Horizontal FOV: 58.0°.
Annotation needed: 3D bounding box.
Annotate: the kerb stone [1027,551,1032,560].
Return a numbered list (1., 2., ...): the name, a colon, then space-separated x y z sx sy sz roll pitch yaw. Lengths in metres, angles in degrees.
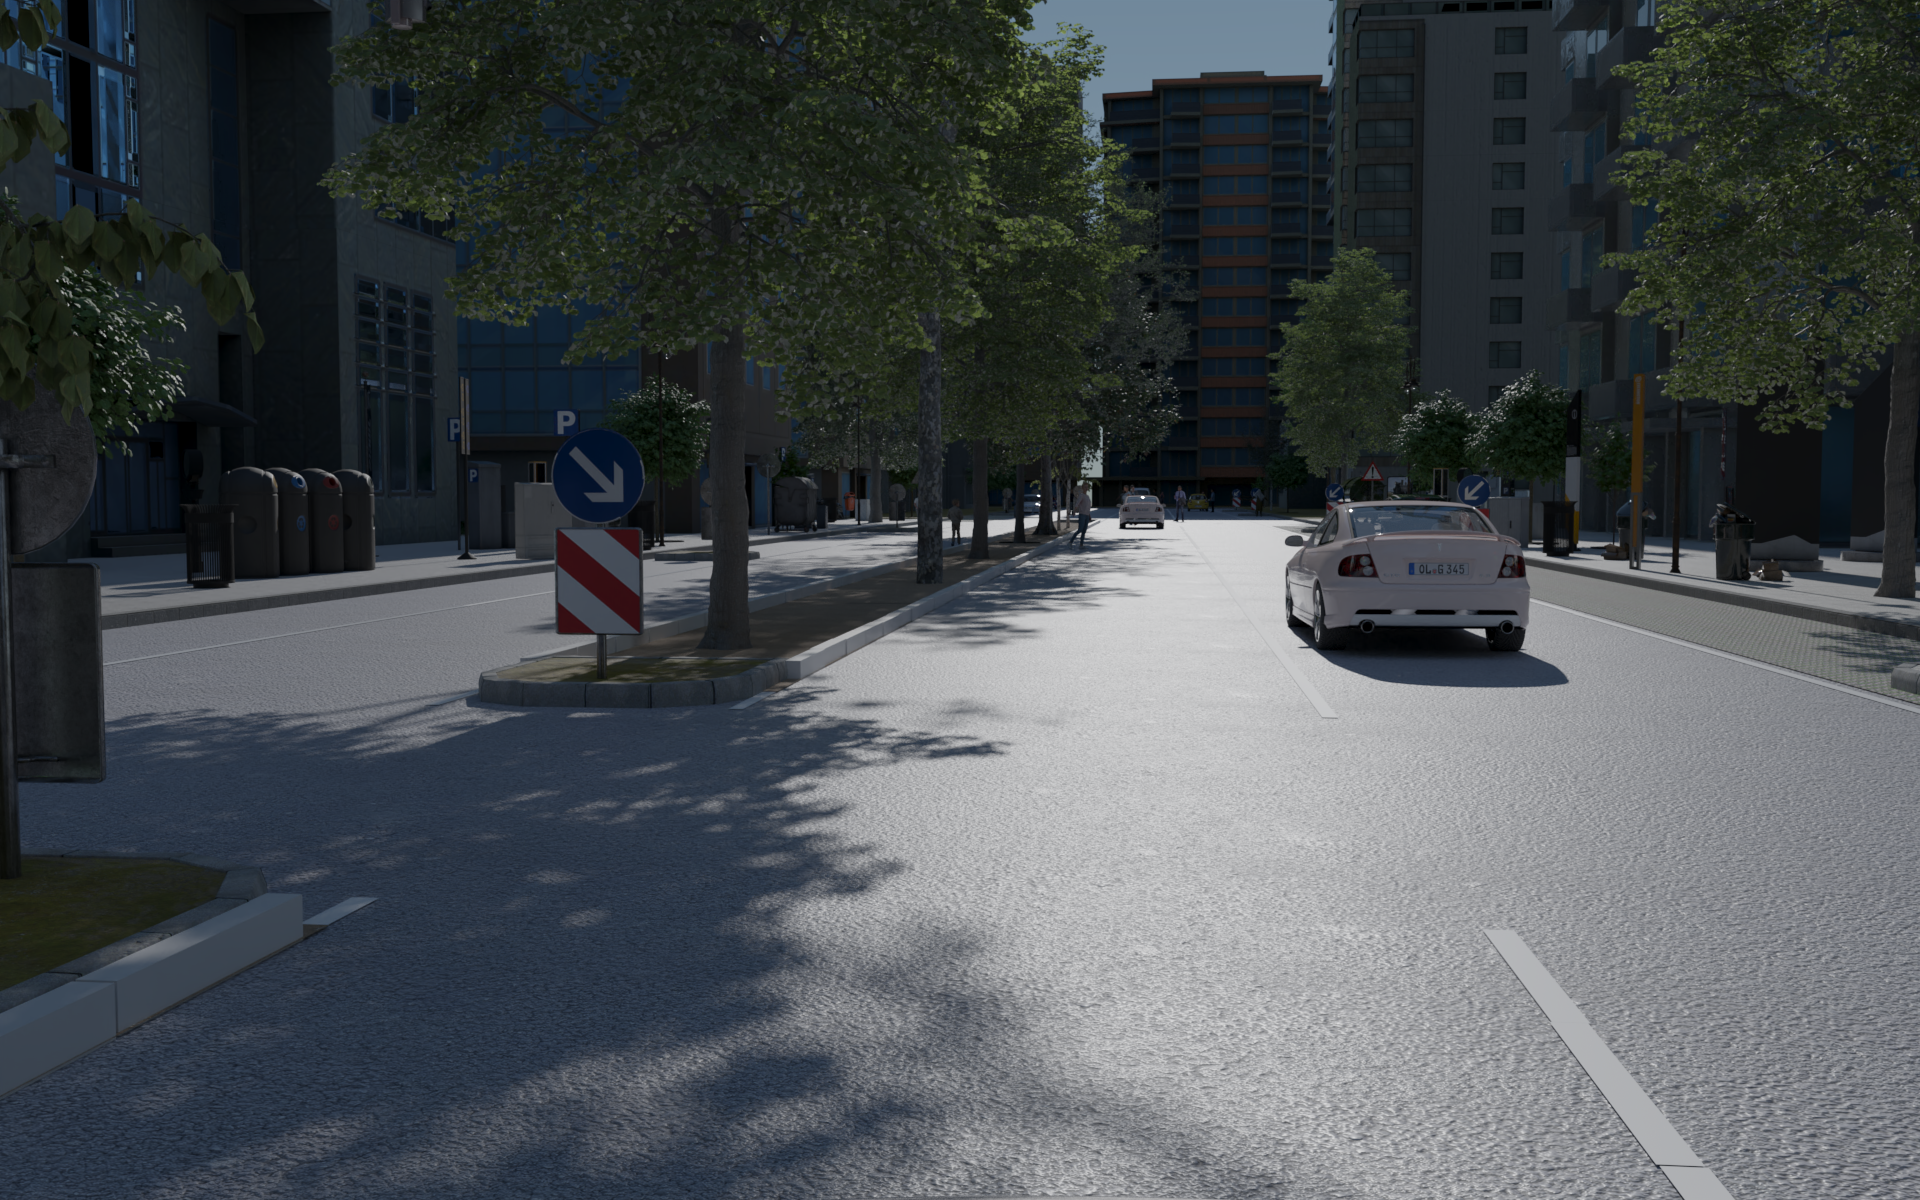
1. kerb stone: 1.405 -0.915 37.223 0.120 0.150 1.000 0 4 6

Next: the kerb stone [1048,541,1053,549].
1. kerb stone: 2.218 -1.356 44.358 0.120 0.150 1.000 0 4 6

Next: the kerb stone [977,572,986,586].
1. kerb stone: 0.255 -0.297 27.058 0.120 0.150 1.000 0 4 6

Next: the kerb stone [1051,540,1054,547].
1. kerb stone: 2.320 -1.418 45.376 0.120 0.150 1.000 0 4 6

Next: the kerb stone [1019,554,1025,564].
1. kerb stone: 1.174 -0.795 35.192 0.120 0.150 1.000 0 4 6

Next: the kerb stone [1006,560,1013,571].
1. kerb stone: 0.836 -0.608 32.138 0.120 0.150 1.000 0 4 6

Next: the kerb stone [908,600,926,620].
1. kerb stone: -0.541 0.138 19.947 0.120 0.150 1.000 0 4 6

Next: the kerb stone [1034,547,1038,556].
1. kerb stone: 1.620 -1.044 39.261 0.120 0.150 1.000 0 4 6

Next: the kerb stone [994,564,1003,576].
1. kerb stone: 0.591 -0.484 30.106 0.120 0.150 1.000 0 4 6

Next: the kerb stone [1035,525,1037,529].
1. kerb stone: 2.878 -2.867 69.078 0.120 0.150 1.000 0 4 6

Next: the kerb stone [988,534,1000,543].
1. kerb stone: 1.040 -1.870 52.777 0.120 0.150 1.000 0 4 6

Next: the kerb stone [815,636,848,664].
1. kerb stone: -1.128 0.449 14.849 0.120 0.150 1.000 0 4 6

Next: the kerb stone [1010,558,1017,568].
1. kerb stone: 0.943 -0.662 33.155 0.120 0.150 1.000 0 4 6

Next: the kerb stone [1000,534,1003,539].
1. kerb stone: 1.154 -1.933 53.793 0.120 0.150 1.000 0 4 6

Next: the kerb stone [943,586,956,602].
1. kerb stone: -0.205 -0.049 22.995 0.120 0.150 1.000 0 4 6

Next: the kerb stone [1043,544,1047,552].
1. kerb stone: 1.980 -1.228 42.322 0.120 0.150 1.000 0 4 6

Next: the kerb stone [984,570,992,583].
1. kerb stone: 0.372 -0.355 28.074 0.120 0.150 1.000 0 4 6

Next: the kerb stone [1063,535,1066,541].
1. kerb stone: 2.999 -1.792 51.489 0.120 0.150 1.000 0 4 6

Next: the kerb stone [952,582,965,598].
1. kerb stone: -0.087 -0.109 24.011 0.120 0.150 1.000 0 4 6

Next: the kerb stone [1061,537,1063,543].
1. kerb stone: 2.780 -1.665 49.456 0.120 0.150 1.000 0 4 6

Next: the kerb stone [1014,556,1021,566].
1. kerb stone: 1.060 -0.732 34.170 0.120 0.150 1.000 0 4 6

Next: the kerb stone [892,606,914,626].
1. kerb stone: -0.664 0.201 18.932 0.120 0.150 1.000 0 4 6

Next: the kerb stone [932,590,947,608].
1. kerb stone: -0.313 0.013 21.978 0.120 0.150 1.000 0 4 6

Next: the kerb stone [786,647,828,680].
1. kerb stone: -1.230 0.512 13.831 0.120 0.150 1.000 0 4 6

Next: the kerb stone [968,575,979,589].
1. kerb stone: 0.145 -0.232 26.042 0.120 0.150 1.000 0 4 6

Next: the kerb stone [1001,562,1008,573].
1. kerb stone: 0.711 -0.544 31.122 0.120 0.150 1.000 0 4 6

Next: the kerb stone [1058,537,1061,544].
1. kerb stone: 2.668 -1.604 48.435 0.120 0.150 1.000 0 4 6

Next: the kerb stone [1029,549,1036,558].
1. kerb stone: 1.518 -0.981 38.241 0.120 0.150 1.000 0 4 6

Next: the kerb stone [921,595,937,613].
1. kerb stone: -0.432 0.075 20.963 0.120 0.150 1.000 0 4 6

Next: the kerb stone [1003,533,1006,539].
1. kerb stone: 1.274 -1.995 54.809 0.120 0.150 1.000 0 4 6

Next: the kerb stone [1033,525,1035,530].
1. kerb stone: 2.769 -2.805 68.059 0.120 0.150 1.000 0 4 6

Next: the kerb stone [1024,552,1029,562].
1. kerb stone: 1.286 -0.854 36.208 0.120 0.150 1.000 0 4 6

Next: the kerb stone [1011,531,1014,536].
1. kerb stone: 1.610 -2.179 57.868 0.120 0.150 1.000 0 4 6

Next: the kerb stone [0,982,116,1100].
1. kerb stone: -2.333 1.109 4.058 0.120 0.150 1.000 0 4 6

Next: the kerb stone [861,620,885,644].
1. kerb stone: -0.892 0.327 16.881 0.120 0.150 1.000 0 4 6

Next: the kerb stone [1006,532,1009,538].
1. kerb stone: 1.386 -2.050 55.836 0.120 0.150 1.000 0 4 6

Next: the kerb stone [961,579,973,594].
1. kerb stone: 0.036 -0.173 25.025 0.120 0.150 1.000 0 4 6

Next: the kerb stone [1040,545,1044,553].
1. kerb stone: 1.860 -1.169 41.305 0.120 0.150 1.000 0 4 6

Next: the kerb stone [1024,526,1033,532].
1. kerb stone: 2.648 -2.743 67.042 0.120 0.150 1.000 0 4 6

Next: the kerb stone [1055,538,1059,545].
1. kerb stone: 2.558 -1.543 47.416 0.120 0.150 1.000 0 4 6

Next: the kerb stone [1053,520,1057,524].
1. kerb stone: 4.825 -3.924 86.378 0.120 0.150 1.000 0 4 6

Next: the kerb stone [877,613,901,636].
1. kerb stone: -0.771 0.266 17.907 0.120 0.150 1.000 0 4 6

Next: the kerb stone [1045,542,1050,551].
1. kerb stone: 2.097 -1.293 43.339 0.120 0.150 1.000 0 4 6

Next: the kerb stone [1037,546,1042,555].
1. kerb stone: 1.747 -1.096 40.285 0.120 0.150 1.000 0 4 6

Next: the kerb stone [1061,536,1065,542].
1. kerb stone: 2.892 -1.729 50.472 0.120 0.150 1.000 0 4 6

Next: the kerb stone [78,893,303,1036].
1. kerb stone: -2.227 1.049 5.075 0.120 0.150 1.000 0 4 6

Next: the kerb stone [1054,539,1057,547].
1. kerb stone: 2.437 -1.475 46.401 0.120 0.150 1.000 0 4 6

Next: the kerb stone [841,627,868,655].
1. kerb stone: -1.007 0.389 15.864 0.120 0.150 1.000 0 4 6

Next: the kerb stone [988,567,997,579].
1. kerb stone: 0.478 -0.413 29.091 0.120 0.150 1.000 0 4 6

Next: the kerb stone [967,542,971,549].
1. kerb stone: 0.114 -1.371 44.604 0.120 0.150 1.000 0 4 6

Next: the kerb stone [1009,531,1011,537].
1. kerb stone: 1.505 -2.120 56.851 0.120 0.150 1.000 0 4 6
